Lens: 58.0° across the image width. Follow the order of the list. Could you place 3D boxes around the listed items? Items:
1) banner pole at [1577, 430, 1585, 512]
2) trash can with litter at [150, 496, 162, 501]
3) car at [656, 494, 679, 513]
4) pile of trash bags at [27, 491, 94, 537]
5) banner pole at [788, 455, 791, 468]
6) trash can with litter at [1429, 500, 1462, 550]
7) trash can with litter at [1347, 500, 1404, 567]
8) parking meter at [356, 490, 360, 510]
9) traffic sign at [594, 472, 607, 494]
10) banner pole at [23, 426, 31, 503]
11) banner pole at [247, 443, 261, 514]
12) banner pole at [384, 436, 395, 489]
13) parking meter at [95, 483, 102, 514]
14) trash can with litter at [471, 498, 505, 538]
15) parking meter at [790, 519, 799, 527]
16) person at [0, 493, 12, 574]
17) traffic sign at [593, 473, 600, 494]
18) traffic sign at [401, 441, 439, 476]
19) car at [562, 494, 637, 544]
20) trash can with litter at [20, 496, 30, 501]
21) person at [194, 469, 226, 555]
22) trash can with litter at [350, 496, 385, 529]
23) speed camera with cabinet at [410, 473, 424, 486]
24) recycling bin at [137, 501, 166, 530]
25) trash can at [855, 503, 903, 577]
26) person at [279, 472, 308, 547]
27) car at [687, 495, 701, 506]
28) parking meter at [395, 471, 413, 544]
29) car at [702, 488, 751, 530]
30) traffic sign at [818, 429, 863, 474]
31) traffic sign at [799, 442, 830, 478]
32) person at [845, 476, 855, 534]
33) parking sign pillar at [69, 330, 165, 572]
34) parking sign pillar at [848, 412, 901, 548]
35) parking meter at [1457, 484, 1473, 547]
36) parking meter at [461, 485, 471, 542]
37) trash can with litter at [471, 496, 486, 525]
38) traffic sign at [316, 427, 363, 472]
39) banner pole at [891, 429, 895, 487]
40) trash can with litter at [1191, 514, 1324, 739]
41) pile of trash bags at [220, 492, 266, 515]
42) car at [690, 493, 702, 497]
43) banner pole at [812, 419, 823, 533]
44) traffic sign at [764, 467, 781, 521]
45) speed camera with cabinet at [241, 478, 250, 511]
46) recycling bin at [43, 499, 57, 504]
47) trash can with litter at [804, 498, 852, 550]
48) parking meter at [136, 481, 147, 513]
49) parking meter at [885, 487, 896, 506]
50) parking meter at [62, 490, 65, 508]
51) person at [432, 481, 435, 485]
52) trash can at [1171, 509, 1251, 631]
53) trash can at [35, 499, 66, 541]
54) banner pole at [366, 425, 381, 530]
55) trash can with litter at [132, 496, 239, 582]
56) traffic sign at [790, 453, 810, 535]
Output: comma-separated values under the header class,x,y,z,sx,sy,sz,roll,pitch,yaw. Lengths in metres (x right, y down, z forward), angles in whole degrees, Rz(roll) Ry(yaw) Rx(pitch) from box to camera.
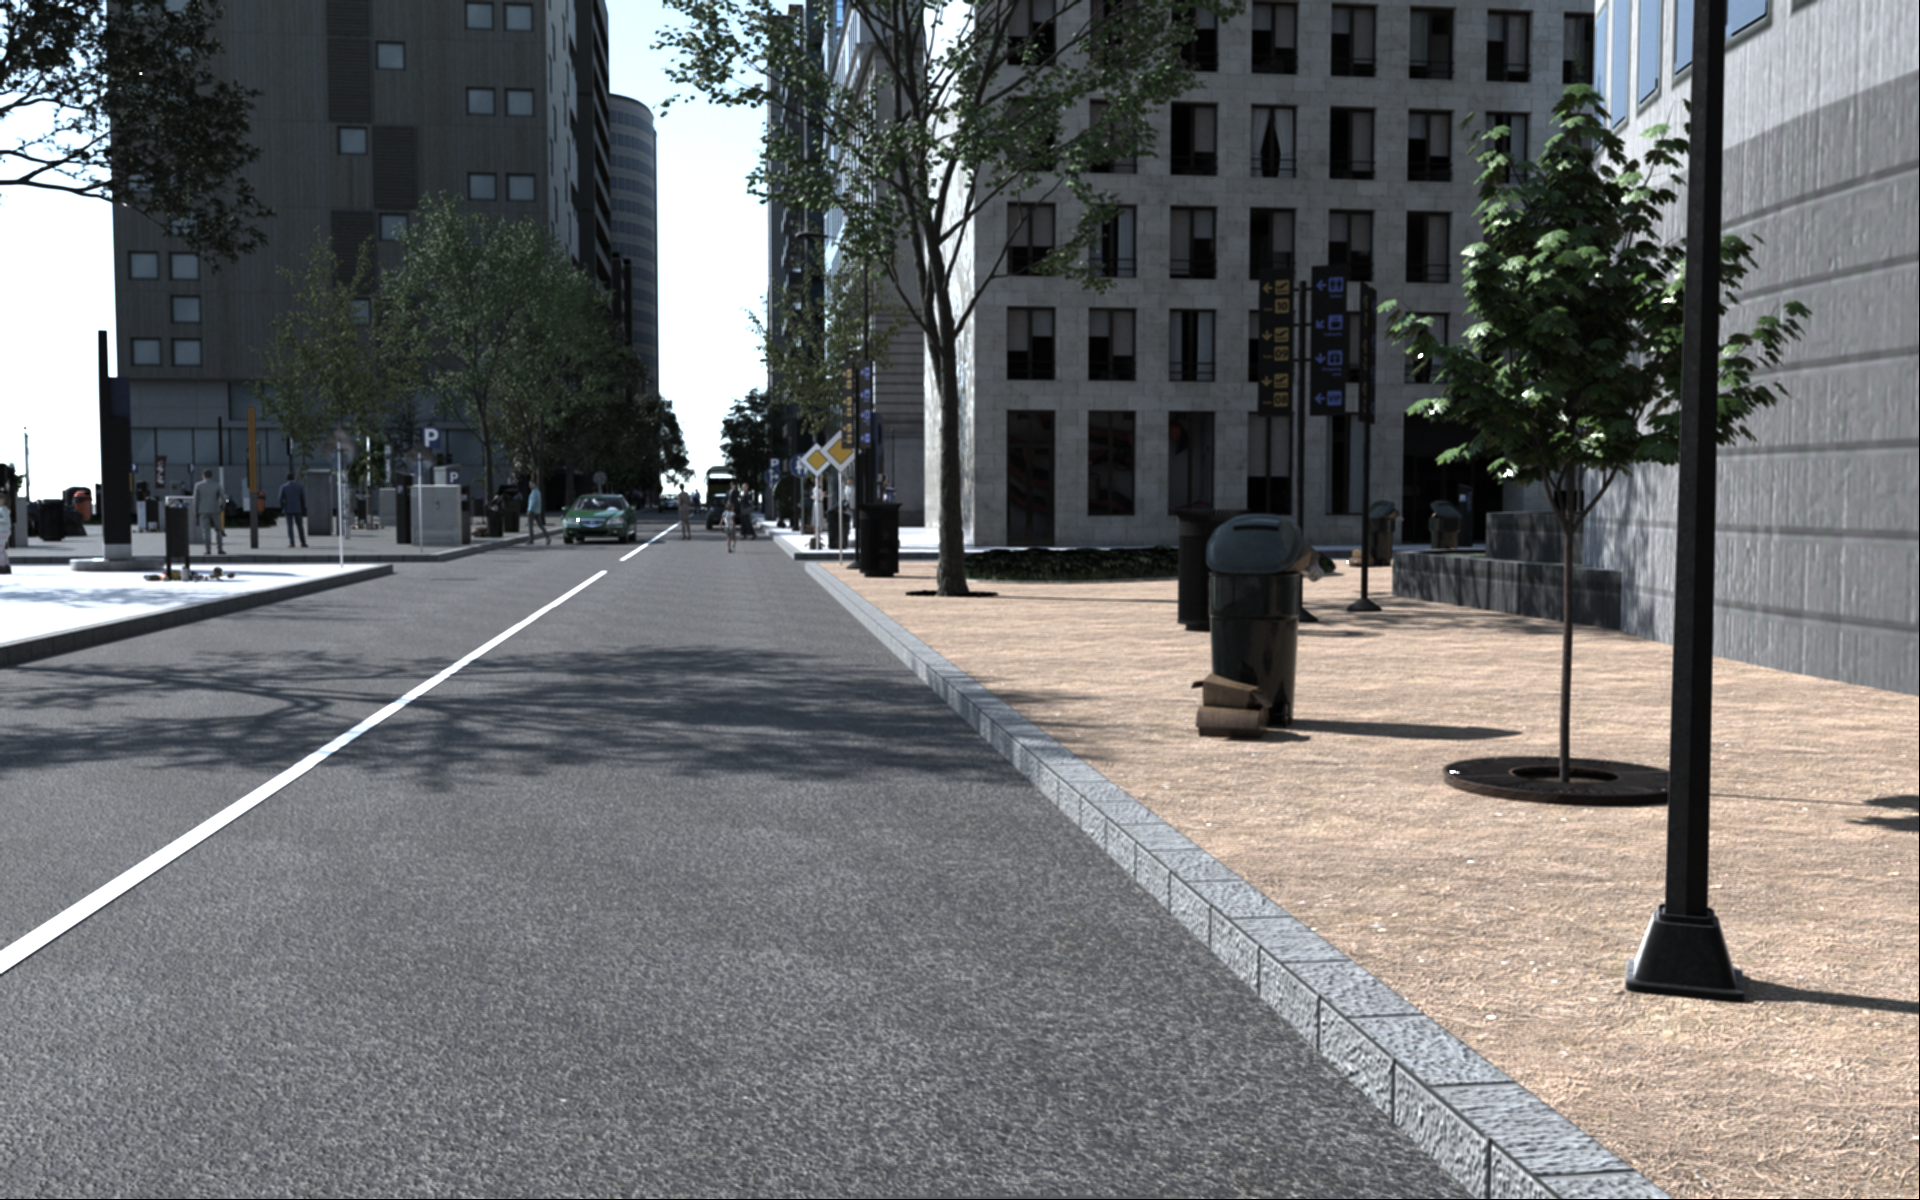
class,x,y,z,sx,sy,sz,roll,pitch,yaw
banner pole,11.985,-2.649,33.330,0.401,3.779,0.863,0,4,7
trash can with litter,-45.348,-5.261,97.412,0.624,1.170,1.055,0,4,-2
car,-22.335,-7.453,133.650,2.131,1.459,4.920,-1,4,-9
pile of trash bags,-27.822,-2.665,53.329,1.912,1.369,3.447,0,4,4
banner pole,-10.813,-7.389,110.834,0.401,3.779,0.863,-3,4,-37
trash can with litter,8.992,-1.232,31.535,0.624,1.170,1.055,-1,4,-14
trash can with litter,7.355,-1.184,30.741,0.624,1.170,1.055,3,5,43
parking meter,-37.254,-6.057,107.450,0.372,1.533,0.369,0,3,0
traffic sign,-20.389,-5.998,98.177,0.768,2.556,0.104,0,4,1
banner pole,-34.367,-4.517,63.866,0.401,3.779,0.863,-3,5,-39
banner pole,-34.216,-5.754,84.091,0.401,3.779,0.863,3,5,42
banner pole,-24.586,-5.183,74.767,0.863,3.779,0.401,3,4,37
parking meter,-45.193,-5.218,91.018,0.399,1.863,0.255,-1,4,-11
trash can with litter,-13.975,-2.435,51.197,1.055,1.170,0.624,1,4,21
parking meter,-6.478,-3.629,67.741,0.372,1.533,0.369,0,3,0
person,-15.356,-1.065,27.729,0.425,1.301,0.394,2,4,35
traffic sign,-20.948,-6.150,100.653,0.768,2.556,0.104,0,4,-4
traffic sign,-11.821,-2.184,37.900,0.795,2.593,0.064,0,4,-8
car,-10.663,-2.426,51.455,2.131,1.459,4.920,0,4,-6
trash can with litter,-39.982,-3.886,74.591,2.233,1.210,1.678,0,4,0
person,-15.924,-1.874,36.786,0.635,1.810,0.391,-2,4,-32
trash can with litter,-21.880,-3.250,64.200,1.678,1.210,2.233,0,4,8
speed camera with cabinet,-24.632,-5.259,80.318,2.038,3.252,0.660,-3,5,-41
recycling bin,-29.139,-3.054,62.483,0.722,1.027,0.722,1,4,10
trash can,-1.255,-0.932,26.885,0.748,1.137,0.748,0,3,0
person,-16.076,-2.176,41.808,0.721,1.800,0.419,-3,4,-36
car,-30.981,-11.514,200.609,2.083,1.381,4.827,0,4,-6
parking meter,-14.305,-2.379,44.608,0.399,1.863,0.255,2,4,27
car,-9.554,-3.740,70.943,2.009,1.686,4.222,-1,4,-9
traffic sign,-2.125,-1.770,31.138,0.795,2.593,0.064,0,4,-8
traffic sign,-3.204,-2.254,39.050,0.795,2.593,0.064,0,4,-8
person,-3.429,-3.015,55.188,0.661,1.843,0.795,2,4,25
parking sign pillar,-14.243,-2.489,29.165,1.447,3.967,1.447,-2,4,-27
parking sign pillar,-2.153,-3.244,41.509,1.447,3.967,1.447,0,4,8
parking meter,12.283,-2.062,42.129,0.372,1.533,0.369,0,3,0
parking meter,-13.180,-2.295,45.937,0.372,1.533,0.369,0,3,0
trash can with litter,-20.772,-3.811,73.368,2.233,1.210,1.678,1,4,9
traffic sign,-10.742,-1.700,29.987,0.795,2.593,0.064,0,4,-8
banner pole,-2.582,-4.673,66.415,0.401,3.779,0.863,0,4,1
trash can with litter,1.620,0.118,9.455,0.624,1.170,1.055,1,4,17
pile of trash bags,-33.744,-4.289,79.870,3.447,1.369,1.912,0,4,-1
car,-38.819,-14.931,253.154,2.155,1.783,4.494,-1,4,-8
banner pole,-4.809,-4.126,57.470,0.401,3.779,0.863,0,4,6
traffic sign,-8.770,-4.955,81.119,0.768,2.556,0.104,0,4,-4
speed camera with cabinet,-40.918,-6.435,99.542,0.660,3.252,2.038,-1,4,-19
recycling bin,-49.588,-5.017,94.588,0.722,1.027,0.722,-1,4,-19
trash can with litter,-3.053,-1.756,40.104,1.055,1.170,0.624,-1,4,-14
parking meter,-37.566,-4.513,79.497,0.399,1.863,0.255,0,4,8
parking meter,-2.335,-3.032,57.990,0.372,1.533,0.369,0,3,0
parking meter,-54.002,-5.884,104.607,0.372,1.533,0.369,0,3,0
person,-21.620,-3.999,71.415,0.794,1.824,0.713,0,4,-7
trash can,2.366,-0.288,16.361,0.748,1.137,0.748,0,3,0
trash can,-24.821,-2.181,47.320,0.748,1.137,0.748,0,3,0
banner pole,-21.204,-4.415,62.203,0.401,3.779,0.863,-2,4,-29
trash can with litter,-11.555,-0.931,26.278,1.678,1.210,2.233,0,4,6
traffic sign,-4.905,-3.290,53.903,0.768,2.556,0.104,0,3,0
